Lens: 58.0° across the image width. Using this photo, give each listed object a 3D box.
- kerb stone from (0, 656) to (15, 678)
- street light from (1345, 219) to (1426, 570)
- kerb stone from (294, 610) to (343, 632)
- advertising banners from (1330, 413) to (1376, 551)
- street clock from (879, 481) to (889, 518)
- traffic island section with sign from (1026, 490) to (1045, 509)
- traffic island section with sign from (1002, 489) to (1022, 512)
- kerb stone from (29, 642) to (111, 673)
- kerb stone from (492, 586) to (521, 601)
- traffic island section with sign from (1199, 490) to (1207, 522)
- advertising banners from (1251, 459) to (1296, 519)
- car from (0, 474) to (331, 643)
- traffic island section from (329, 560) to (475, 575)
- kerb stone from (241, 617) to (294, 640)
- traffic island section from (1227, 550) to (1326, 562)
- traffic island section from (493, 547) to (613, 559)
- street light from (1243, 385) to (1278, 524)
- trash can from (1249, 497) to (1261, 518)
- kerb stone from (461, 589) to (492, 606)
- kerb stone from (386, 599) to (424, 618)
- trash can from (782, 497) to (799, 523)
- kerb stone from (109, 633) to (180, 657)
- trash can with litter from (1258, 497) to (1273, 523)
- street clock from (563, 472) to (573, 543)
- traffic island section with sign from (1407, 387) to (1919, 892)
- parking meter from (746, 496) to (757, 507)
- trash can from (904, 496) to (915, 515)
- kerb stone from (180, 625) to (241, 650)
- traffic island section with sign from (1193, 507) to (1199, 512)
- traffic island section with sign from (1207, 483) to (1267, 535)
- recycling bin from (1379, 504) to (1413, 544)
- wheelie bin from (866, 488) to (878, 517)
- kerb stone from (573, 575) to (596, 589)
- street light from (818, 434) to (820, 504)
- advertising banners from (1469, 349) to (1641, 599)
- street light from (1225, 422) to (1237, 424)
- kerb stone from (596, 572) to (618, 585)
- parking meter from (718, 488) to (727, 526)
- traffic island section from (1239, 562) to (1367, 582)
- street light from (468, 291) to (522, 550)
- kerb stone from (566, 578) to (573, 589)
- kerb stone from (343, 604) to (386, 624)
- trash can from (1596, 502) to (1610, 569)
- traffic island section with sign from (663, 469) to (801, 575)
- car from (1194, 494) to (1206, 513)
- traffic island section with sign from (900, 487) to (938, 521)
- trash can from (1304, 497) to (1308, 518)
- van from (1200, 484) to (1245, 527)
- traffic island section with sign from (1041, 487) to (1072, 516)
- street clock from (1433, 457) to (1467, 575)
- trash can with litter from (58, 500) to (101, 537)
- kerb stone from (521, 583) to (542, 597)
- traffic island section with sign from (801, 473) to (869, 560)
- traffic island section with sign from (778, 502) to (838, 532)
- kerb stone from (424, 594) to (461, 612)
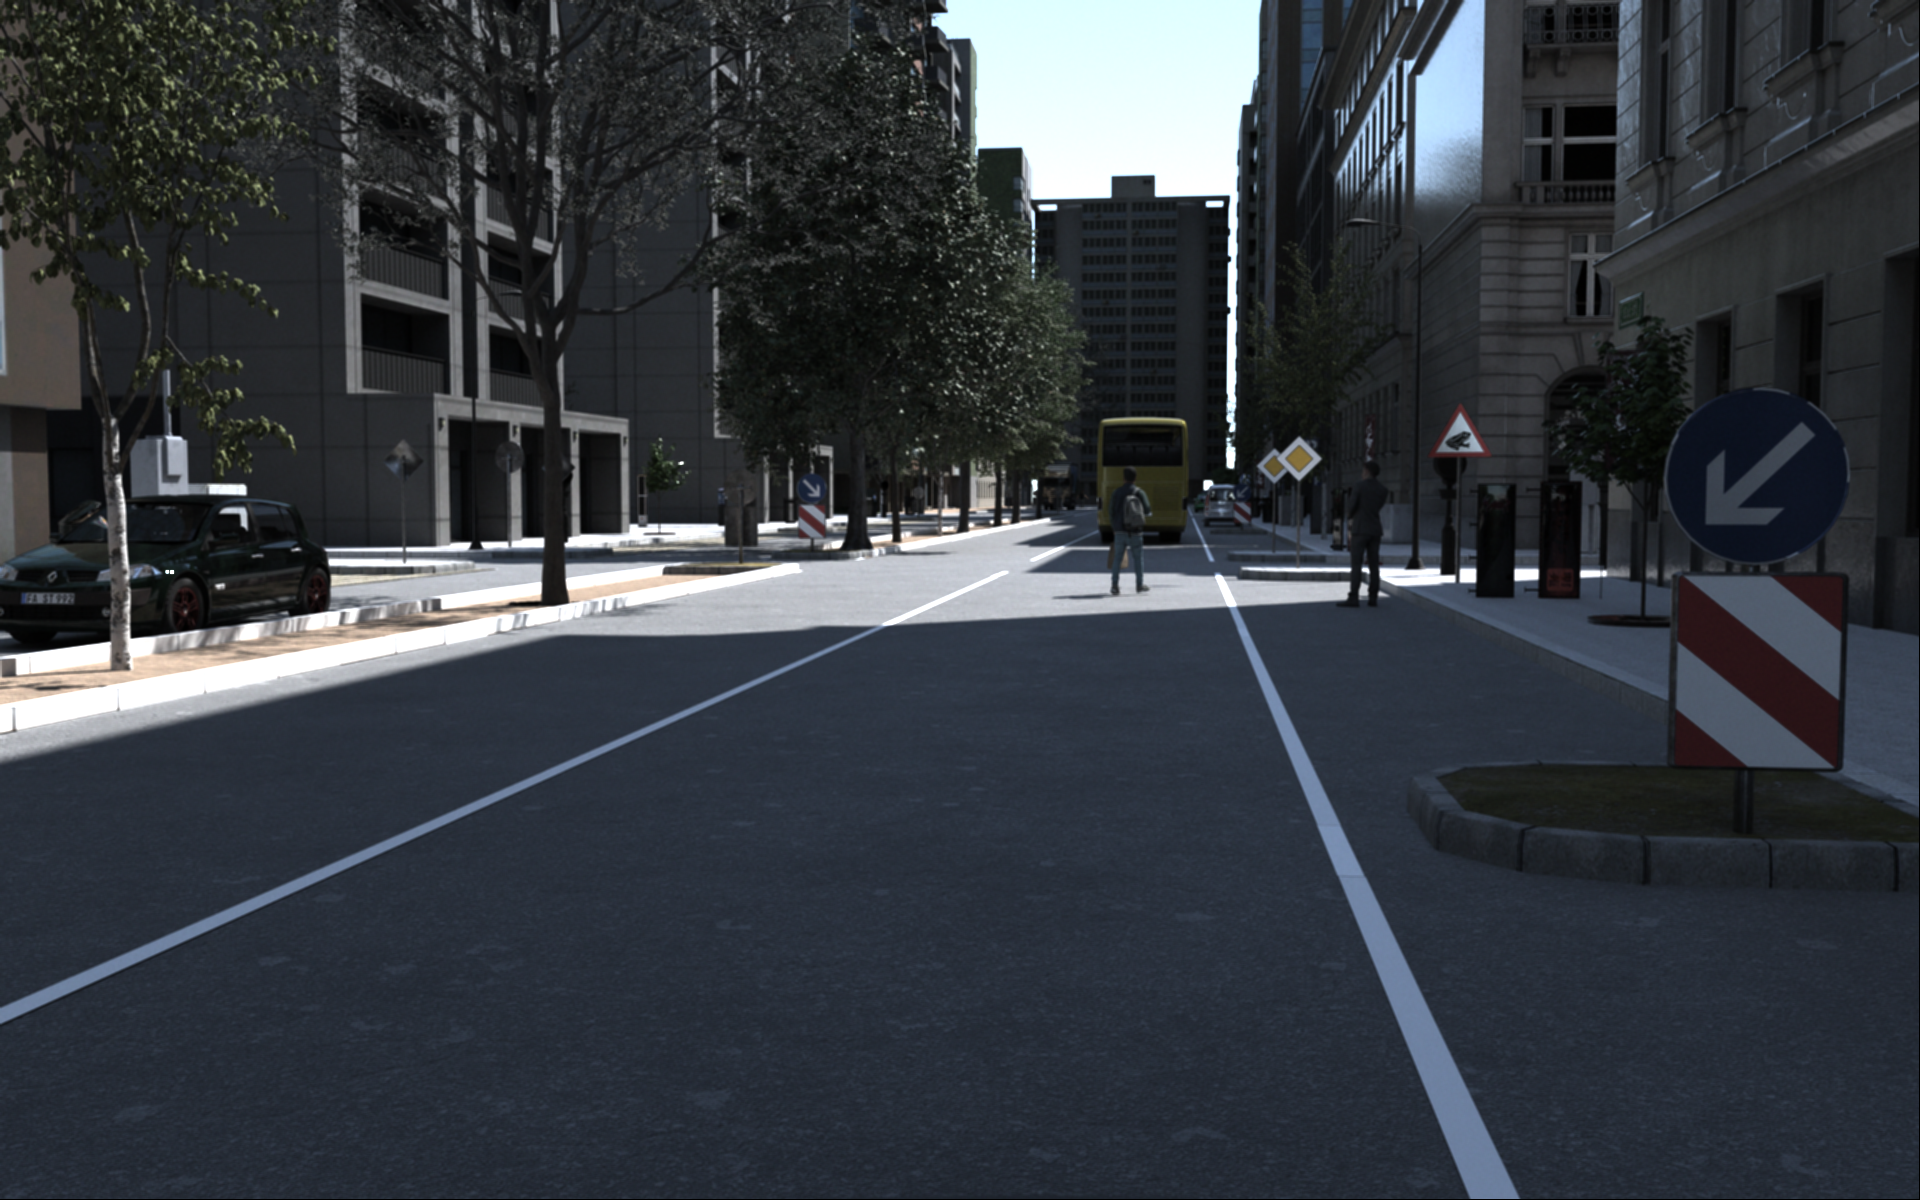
[{"bbox_3d":[-7.519,0.548,13.267,0.120,0.150,1.000,0,4,7],"label":"kerb stone"},{"bbox_3d":[7.218,-3.477,29.388,1.470,5.913,1.316,0,4,7],"label":"street light"},{"bbox_3d":[-6.869,0.236,18.362,0.120,0.150,1.000,0,4,7],"label":"kerb stone"},{"bbox_3d":[8.745,-2.589,38.522,0.090,3.025,2.074,-1,4,-13],"label":"advertising banners"},{"bbox_3d":[-4.085,-5.429,93.330,0.471,2.002,0.358,-2,4,-33],"label":"street clock"},{"bbox_3d":[7.458,-9.716,167.485,1.989,1.847,2.006,0,4,7],"label":"traffic island section with sign"},{"bbox_3d":[4.037,-8.081,140.747,1.989,1.847,2.006,0,4,7],"label":"traffic island section with sign"},{"bbox_3d":[-7.385,0.484,14.280,0.120,0.150,1.000,0,4,7],"label":"kerb stone"},{"bbox_3d":[-6.218,-0.076,23.443,0.120,0.150,1.000,0,4,7],"label":"kerb stone"},{"bbox_3d":[13.532,-4.956,89.658,1.989,1.847,2.006,0,4,7],"label":"traffic island section with sign"},{"bbox_3d":[15.691,-5.515,86.350,2.074,3.025,0.090,1,4,23],"label":"advertising banners"},{"bbox_3d":[-8.080,-0.491,17.821,2.009,1.686,4.222,0,4,7],"label":"car"},{"bbox_3d":[-10.262,-0.590,31.934,2.009,0.180,2.903,0,4,7],"label":"traffic island section"},{"bbox_3d":[-7.003,0.304,17.342,0.120,0.150,1.000,0,4,7],"label":"kerb stone"},{"bbox_3d":[6.864,-0.949,37.790,2.009,0.180,2.903,0,4,7],"label":"traffic island section"},{"bbox_3d":[-9.246,-1.075,39.854,2.009,0.180,2.903,0,4,7],"label":"traffic island section"},{"bbox_3d":[12.913,-6.177,73.534,1.470,5.913,1.316,0,4,7],"label":"street light"},{"bbox_3d":[16.146,-5.084,94.779,0.748,1.137,0.748,0,3,0],"label":"trash can"},{"bbox_3d":[-6.346,-0.012,22.429,0.120,0.150,1.000,0,4,7],"label":"kerb stone"},{"bbox_3d":[-6.613,0.111,20.399,0.120,0.150,1.000,0,4,7],"label":"kerb stone"},{"bbox_3d":[-7.462,-3.951,76.246,0.748,1.137,0.748,0,3,0],"label":"trash can"},{"bbox_3d":[-7.257,0.422,15.303,0.120,0.150,1.000,0,4,7],"label":"kerb stone"},{"bbox_3d":[13.865,-4.034,77.348,1.055,1.170,0.624,-3,5,-39],"label":"trash can with litter"},{"bbox_3d":[-10.448,-2.515,45.687,0.471,2.002,0.358,-1,4,-14],"label":"street clock"},{"bbox_3d":[2.959,0.085,7.244,1.989,1.847,2.006,0,4,7],"label":"traffic island section with sign"},{"bbox_3d":[-7.839,-3.624,64.967,0.399,1.863,0.255,3,5,43],"label":"parking meter"},{"bbox_3d":[-3.016,-5.665,104.270,0.748,1.137,0.748,0,3,0],"label":"trash can"},{"bbox_3d":[-7.125,0.361,16.322,0.120,0.150,1.000,0,4,7],"label":"kerb stone"},{"bbox_3d":[23.359,-9.646,166.334,1.989,1.847,2.006,0,4,7],"label":"traffic island section with sign"},{"bbox_3d":[9.999,-3.276,62.190,1.989,1.847,2.006,0,4,7],"label":"traffic island section with sign"},{"bbox_3d":[11.208,-1.957,44.551,0.722,1.027,0.722,-1,4,-19],"label":"recycling bin"},{"bbox_3d":[-4.982,-5.404,96.261,0.980,1.594,0.693,2,4,29],"label":"wheelie bin"},{"bbox_3d":[-5.828,-0.263,26.498,0.120,0.150,1.000,0,4,7],"label":"kerb stone"},{"bbox_3d":[-5.803,-6.419,77.484,1.470,5.913,1.316,0,4,7],"label":"street light"},{"bbox_3d":[7.335,-1.530,21.209,2.074,3.025,0.090,1,4,14],"label":"advertising banners"},{"bbox_3d":[17.779,-8.513,111.722,1.470,5.913,1.316,0,4,7],"label":"street light"},{"bbox_3d":[-5.689,-0.326,27.520,0.120,0.150,1.000,0,4,7],"label":"kerb stone"},{"bbox_3d":[-9.569,-3.757,69.842,0.372,1.533,0.369,0,3,0],"label":"parking meter"},{"bbox_3d":[5.848,-0.464,29.870,2.009,0.180,2.903,0,4,7],"label":"traffic island section"},{"bbox_3d":[-10.649,-4.113,39.789,1.470,5.913,1.316,0,4,7],"label":"street light"},{"bbox_3d":[-5.960,-0.200,25.475,0.120,0.150,1.000,0,4,7],"label":"kerb stone"},{"bbox_3d":[-6.735,0.172,19.384,0.120,0.150,1.000,0,4,7],"label":"kerb stone"},{"bbox_3d":[11.257,-1.098,29.601,0.748,1.137,0.748,0,3,0],"label":"trash can"},{"bbox_3d":[-4.126,-1.422,31.386,2.006,1.907,1.989,0,4,7],"label":"traffic island section with sign"},{"bbox_3d":[18.981,-7.626,133.488,1.959,1.807,4.718,0,4,8],"label":"car"},{"bbox_3d":[-2.213,-5.100,92.016,1.989,1.847,2.006,0,4,7],"label":"traffic island section with sign"},{"bbox_3d":[18.256,-4.956,92.680,0.748,1.137,0.748,0,3,0],"label":"trash can"},{"bbox_3d":[11.703,-4.290,77.150,2.013,2.044,4.112,0,4,8],"label":"van"},{"bbox_3d":[6.378,-6.430,113.263,2.006,1.907,1.989,0,4,7],"label":"traffic island section with sign"},{"bbox_3d":[7.756,-1.400,27.463,0.471,2.002,0.358,0,4,-3],"label":"street clock"},{"bbox_3d":[-16.162,-1.233,31.548,1.055,1.170,0.624,1,4,17],"label":"trash can with litter"},{"bbox_3d":[-6.089,-0.137,24.461,0.120,0.150,1.000,0,4,7],"label":"kerb stone"},{"bbox_3d":[-3.174,-1.871,38.732,2.006,1.907,1.989,0,4,7],"label":"traffic island section with sign"},{"bbox_3d":[-5.677,-3.456,65.140,1.989,1.847,2.006,0,4,7],"label":"traffic island section with sign"},{"bbox_3d":[-6.472,0.048,21.411,0.120,0.150,1.000,0,4,7],"label":"kerb stone"}]
